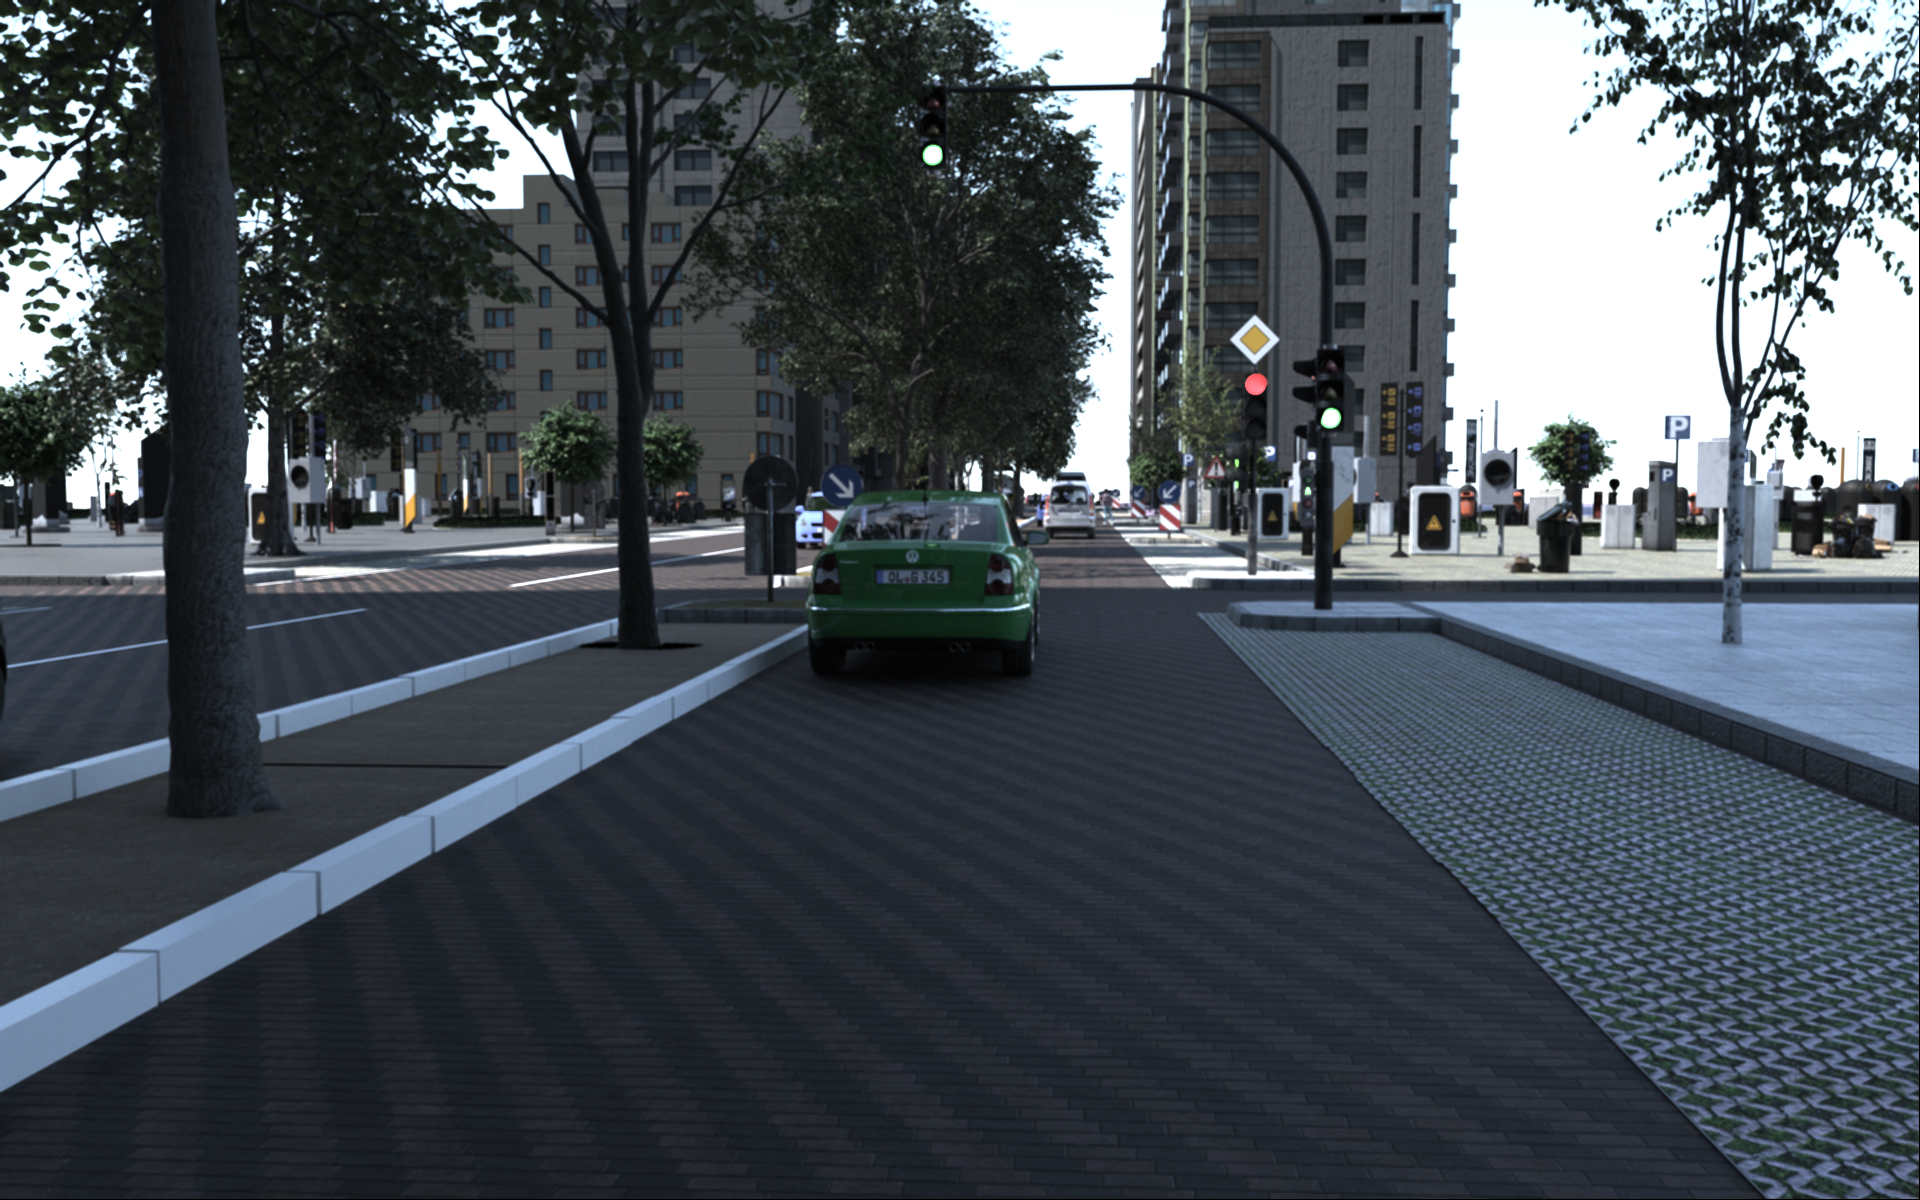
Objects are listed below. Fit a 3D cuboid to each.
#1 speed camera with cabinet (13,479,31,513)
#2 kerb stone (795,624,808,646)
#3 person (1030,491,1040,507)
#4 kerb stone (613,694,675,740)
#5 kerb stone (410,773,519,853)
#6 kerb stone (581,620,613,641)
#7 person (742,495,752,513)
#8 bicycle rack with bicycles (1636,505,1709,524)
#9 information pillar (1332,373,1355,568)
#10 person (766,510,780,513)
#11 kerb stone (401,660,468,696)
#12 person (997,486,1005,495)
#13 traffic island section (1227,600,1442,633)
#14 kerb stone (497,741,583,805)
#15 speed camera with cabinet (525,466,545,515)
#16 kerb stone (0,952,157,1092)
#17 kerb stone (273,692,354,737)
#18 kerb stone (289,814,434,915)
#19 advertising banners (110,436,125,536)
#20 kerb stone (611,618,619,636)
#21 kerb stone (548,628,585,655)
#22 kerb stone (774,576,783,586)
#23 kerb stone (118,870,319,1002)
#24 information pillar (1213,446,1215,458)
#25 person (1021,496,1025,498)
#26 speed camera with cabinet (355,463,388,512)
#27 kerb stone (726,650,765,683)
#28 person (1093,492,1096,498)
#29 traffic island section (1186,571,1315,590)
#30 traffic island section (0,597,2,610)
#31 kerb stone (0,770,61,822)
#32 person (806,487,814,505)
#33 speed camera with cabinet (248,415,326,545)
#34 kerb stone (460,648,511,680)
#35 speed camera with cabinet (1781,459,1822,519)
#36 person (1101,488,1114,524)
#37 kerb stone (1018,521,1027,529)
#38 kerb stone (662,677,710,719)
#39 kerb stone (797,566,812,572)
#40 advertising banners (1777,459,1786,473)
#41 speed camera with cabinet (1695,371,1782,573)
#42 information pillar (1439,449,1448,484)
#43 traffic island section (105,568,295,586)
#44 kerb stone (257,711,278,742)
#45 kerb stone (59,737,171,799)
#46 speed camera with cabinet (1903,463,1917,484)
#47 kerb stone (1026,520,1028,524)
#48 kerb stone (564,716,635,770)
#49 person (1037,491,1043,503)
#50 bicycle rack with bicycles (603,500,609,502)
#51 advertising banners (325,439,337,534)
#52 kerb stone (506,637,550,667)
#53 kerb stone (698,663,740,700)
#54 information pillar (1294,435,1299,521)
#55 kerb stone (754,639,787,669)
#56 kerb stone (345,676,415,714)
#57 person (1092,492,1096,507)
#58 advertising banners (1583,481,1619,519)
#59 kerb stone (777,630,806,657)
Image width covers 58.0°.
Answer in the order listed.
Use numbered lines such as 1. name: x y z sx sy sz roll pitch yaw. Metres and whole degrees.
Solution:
1. speed camera with cabinet: -44.846 -5.378 82.271 2.038 3.252 0.660 3 5 41
2. kerb stone: -1.485 0.340 16.628 0.120 0.150 1.000 0 4 4
3. person: 8.382 -11.265 192.698 1.348 1.821 0.705 -2 4 -31
4. kerb stone: -1.919 0.717 10.477 0.120 0.150 1.000 0 4 4
5. kerb stone: -2.121 0.906 7.417 0.120 0.150 1.000 0 4 4
6. kerb stone: -3.583 0.334 16.781 0.120 0.150 1.000 0 4 4
7. person: -9.270 -4.109 75.492 0.447 1.846 0.655 0 4 -3
8. bicycle rack with bicycles: 23.418 -2.722 57.880 2.925 0.926 2.852 2 4 25
9. information pillar: 6.605 -2.368 30.080 0.504 3.616 0.183 -1 4 -20
10. person: -5.304 -2.490 49.392 0.537 1.800 0.526 -1 4 -21
11. kerb stone: -3.863 0.582 12.685 0.120 0.150 1.000 0 4 4
12. person: 1.929 -4.595 83.638 0.555 1.821 0.388 -1 4 -16
13. traffic island section: 4.067 0.180 19.344 2.009 0.180 2.903 0 4 4
14. kerb stone: -2.054 0.847 8.437 0.120 0.150 1.000 0 4 4
15. speed camera with cabinet: -23.976 -6.339 97.974 0.660 3.252 2.038 1 4 15
16. kerb stone: -2.343 1.094 4.358 0.120 0.150 1.000 0 4 4
17. kerb stone: -4.005 0.713 10.631 0.120 0.150 1.000 0 4 4
18. kerb stone: -2.199 0.966 6.397 0.120 0.150 1.000 0 4 4
19. advertising banners: -25.760 -3.471 52.936 0.090 3.025 2.074 -1 4 -18
20. kerb stone: -3.499 0.269 17.806 0.120 0.150 1.000 0 4 4
21. kerb stone: -3.641 0.394 15.756 0.120 0.150 1.000 0 4 4
22. kerb stone: -2.822 -0.328 27.559 0.120 0.150 1.000 0 4 4
23. kerb stone: -2.277 1.029 5.378 0.120 0.150 1.000 0 4 4
24. information pillar: 12.464 -5.739 85.184 0.183 3.616 0.504 0 4 3
25. person: 7.971 -12.662 218.706 0.628 1.438 0.799 -3 5 -43
26. speed camera with cabinet: -33.536 -6.389 98.792 0.660 3.252 2.038 2 4 27
27. kerb stone: -1.700 0.529 13.540 0.120 0.150 1.000 0 4 4
28. person: 17.410 -13.355 227.376 1.217 1.766 0.721 -3 5 -44
29. traffic island section: 4.628 -0.308 27.310 2.009 0.180 2.903 0 4 4
30. traffic island section: -12.882 0.107 20.537 2.009 0.180 2.903 0 4 4
31. kerb stone: -4.223 0.895 7.563 0.120 0.150 1.000 0 4 4
32. person: -7.534 -4.860 88.137 0.709 1.800 0.728 3 5 40
33. speed camera with cabinet: -16.960 -3.013 43.593 2.038 3.252 0.660 1 4 23
34. kerb stone: -3.794 0.519 13.705 0.120 0.150 1.000 0 4 4
35. speed camera with cabinet: 33.716 -4.632 70.072 2.038 3.252 0.660 1 4 23
36. person: 7.040 -4.491 82.760 0.563 1.720 0.643 -3 4 -37
37. kerb stone: 2.807 -3.383 77.506 0.120 0.150 1.000 0 4 4
38. kerb stone: -1.841 0.658 11.499 0.120 0.150 1.000 0 4 4
39. kerb stone: -2.671 -0.453 29.603 0.120 0.150 1.000 0 4 4
40. advertising banners: 39.982 -5.484 85.844 2.074 3.025 0.090 -1 4 -12
41. speed camera with cabinet: 12.822 -2.098 28.633 0.660 3.252 2.038 3 5 44
42. information pillar: 24.804 -5.971 88.980 0.504 3.616 0.183 0 4 -1
43. traffic island section: -12.322 -0.381 28.503 2.009 0.180 2.903 0 4 4
44. kerb stone: -4.088 0.770 9.606 0.120 0.150 1.000 0 4 4
45. kerb stone: -4.150 0.832 8.585 0.120 0.150 1.000 0 4 4
46. speed camera with cabinet: 49.831 -5.918 91.101 0.660 3.252 2.038 1 4 19
47. kerb stone: 2.872 -3.446 78.530 0.120 0.150 1.000 0 4 4
48. kerb stone: -1.980 0.785 9.456 0.120 0.150 1.000 0 4 4
49. person: 9.134 -11.473 196.798 1.217 1.736 0.721 2 4 28
50. bicycle rack with bicycles: -21.327 -5.250 99.211 2.852 0.926 2.925 -3 5 -40
51. advertising banners: -20.429 -3.676 56.298 0.090 3.025 2.074 -2 4 -29
52. kerb stone: -3.718 0.457 14.725 0.120 0.150 1.000 0 4 4
53. kerb stone: -1.768 0.596 12.519 0.120 0.150 1.000 0 4 4
54. information pillar: 12.089 -4.338 62.284 0.183 3.616 0.504 1 4 18
55. kerb stone: -1.623 0.470 14.563 0.120 0.150 1.000 0 4 4
56. kerb stone: -3.938 0.654 11.652 0.120 0.150 1.000 0 4 4
57. person: 14.816 -11.231 193.050 0.530 1.710 0.541 -2 4 -29
58. advertising banners: 33.157 -5.730 89.866 2.074 3.025 0.090 0 4 -3
59. kerb stone: -1.552 0.406 15.592 0.120 0.150 1.000 0 4 4
